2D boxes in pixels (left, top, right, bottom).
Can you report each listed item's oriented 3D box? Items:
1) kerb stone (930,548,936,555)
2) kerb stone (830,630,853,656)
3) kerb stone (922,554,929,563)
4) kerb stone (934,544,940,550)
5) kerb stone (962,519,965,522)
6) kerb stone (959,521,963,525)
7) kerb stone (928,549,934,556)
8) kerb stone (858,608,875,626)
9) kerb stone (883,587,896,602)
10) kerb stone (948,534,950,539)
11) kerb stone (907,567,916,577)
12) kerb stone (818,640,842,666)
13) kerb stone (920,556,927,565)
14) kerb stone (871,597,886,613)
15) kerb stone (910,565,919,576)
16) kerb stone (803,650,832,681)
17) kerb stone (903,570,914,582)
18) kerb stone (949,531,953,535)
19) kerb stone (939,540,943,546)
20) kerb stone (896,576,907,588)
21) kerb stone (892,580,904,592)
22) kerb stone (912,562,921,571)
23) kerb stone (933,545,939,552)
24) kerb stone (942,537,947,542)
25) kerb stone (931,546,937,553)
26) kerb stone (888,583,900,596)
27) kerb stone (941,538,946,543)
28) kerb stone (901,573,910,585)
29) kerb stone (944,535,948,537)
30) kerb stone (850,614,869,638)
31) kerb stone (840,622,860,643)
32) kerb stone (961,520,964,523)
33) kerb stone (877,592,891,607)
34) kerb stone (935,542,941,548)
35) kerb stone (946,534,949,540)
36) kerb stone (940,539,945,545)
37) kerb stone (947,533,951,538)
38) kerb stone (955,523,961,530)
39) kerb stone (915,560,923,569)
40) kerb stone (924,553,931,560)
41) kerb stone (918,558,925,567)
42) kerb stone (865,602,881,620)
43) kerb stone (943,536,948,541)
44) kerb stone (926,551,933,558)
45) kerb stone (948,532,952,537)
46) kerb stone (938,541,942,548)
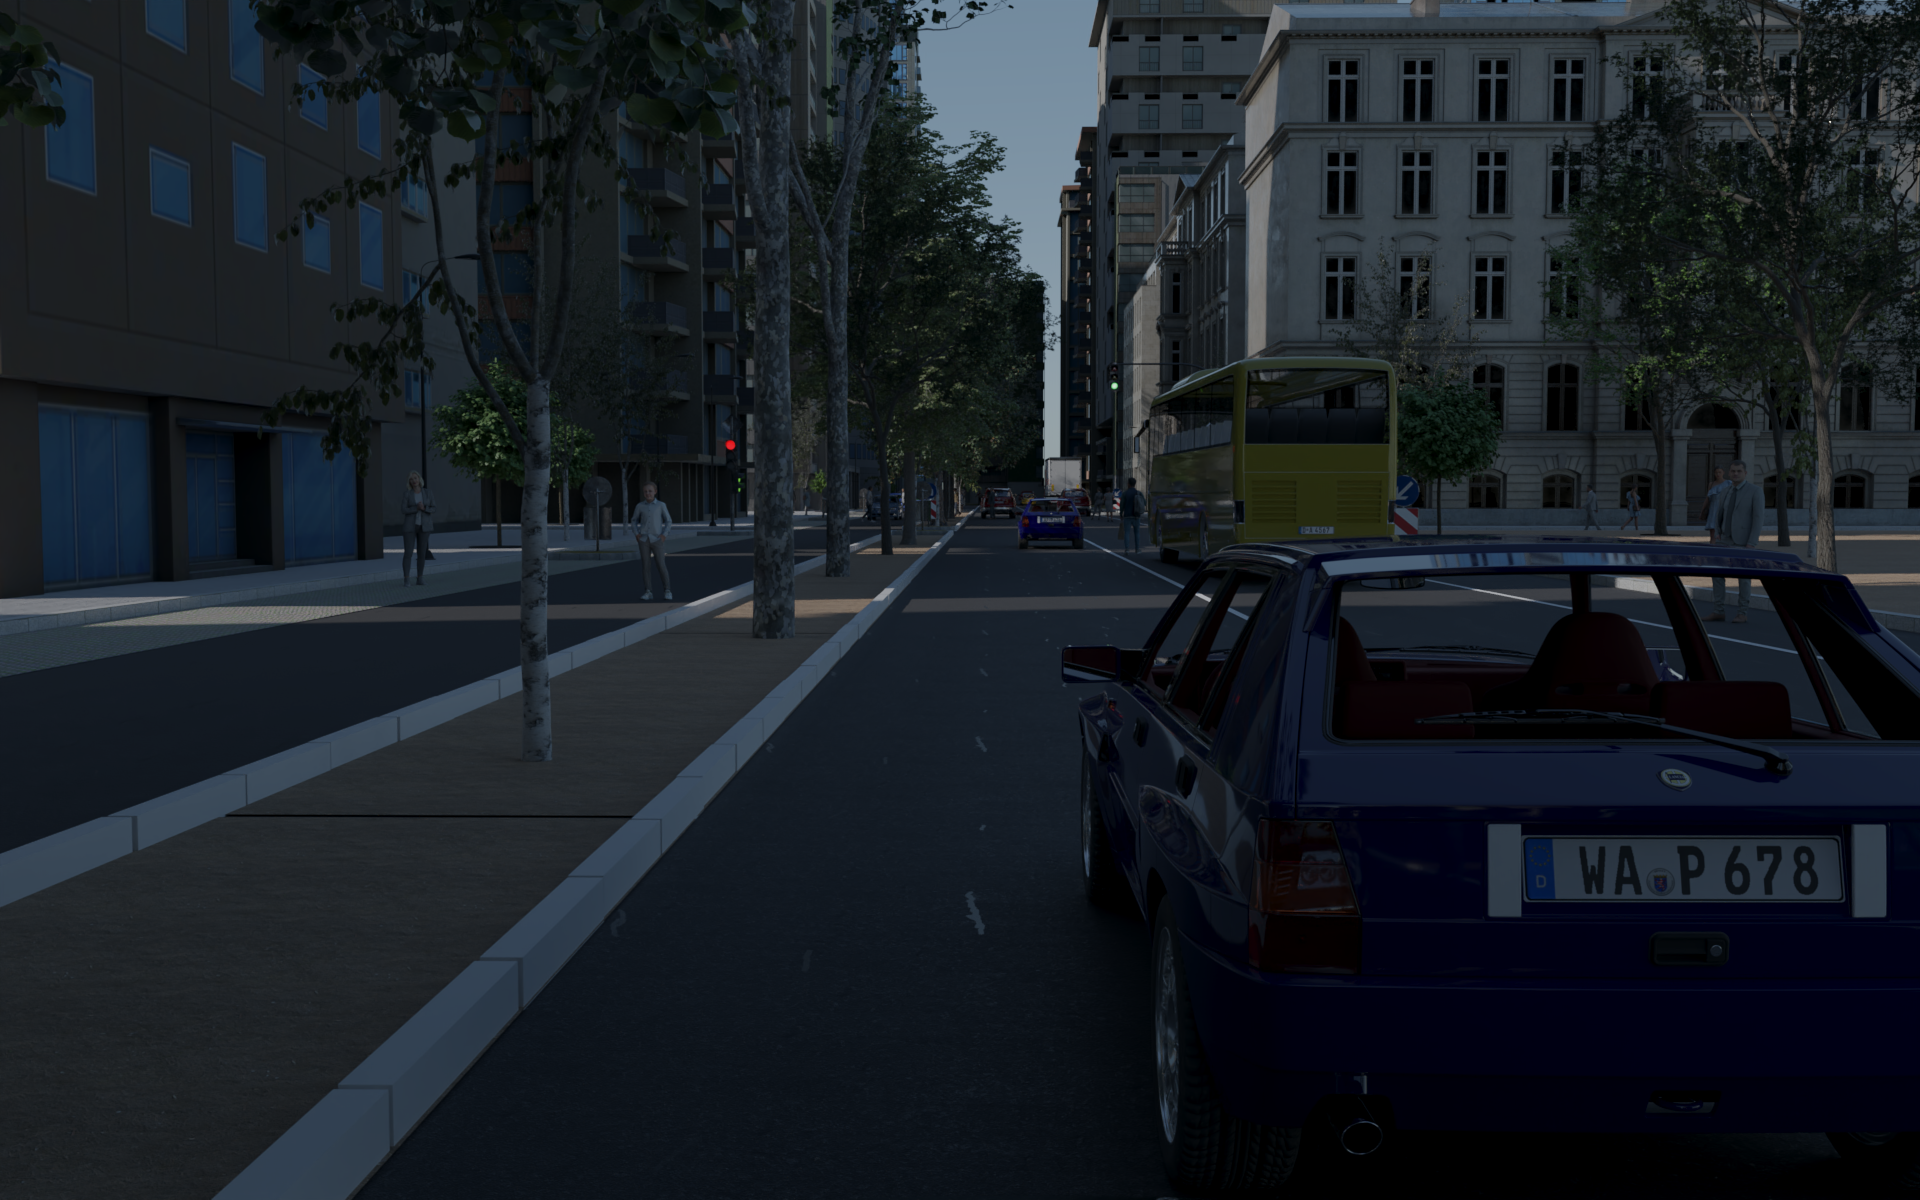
[{"bbox_3d":[-0.683,-1.033,39.092,0.120,0.150,1.000,0,4,1],"label":"kerb stone"},{"bbox_3d":[-1.086,0.407,15.537,0.120,0.150,1.000,0,4,1],"label":"kerb stone"},{"bbox_3d":[-0.749,-0.783,34.999,0.120,0.150,1.000,0,4,1],"label":"kerb stone"},{"bbox_3d":[-0.627,-1.219,42.158,0.120,0.150,1.000,0,4,1],"label":"kerb stone"},{"bbox_3d":[0.025,-3.513,79.628,0.120,0.150,1.000,0,4,1],"label":"kerb stone"},{"bbox_3d":[-0.057,-3.199,74.505,0.120,0.150,1.000,0,4,1],"label":"kerb stone"},{"bbox_3d":[-0.699,-0.968,38.071,0.120,0.150,1.000,0,4,1],"label":"kerb stone"},{"bbox_3d":[-1.036,0.220,18.606,0.120,0.150,1.000,0,4,1],"label":"kerb stone"},{"bbox_3d":[-0.961,-0.031,22.701,0.120,0.150,1.000,0,4,1],"label":"kerb stone"},{"bbox_3d":[-0.450,-1.849,52.422,0.120,0.150,1.000,0,4,1],"label":"kerb stone"},{"bbox_3d":[-0.861,-0.405,28.847,0.120,0.150,1.000,0,4,1],"label":"kerb stone"},{"bbox_3d":[-1.114,0.474,14.516,0.120,0.150,1.000,0,4,1],"label":"kerb stone"},{"bbox_3d":[-0.766,-0.720,33.971,0.120,0.150,1.000,0,4,1],"label":"kerb stone"},{"bbox_3d":[-1.000,0.097,20.651,0.120,0.150,1.000,0,4,1],"label":"kerb stone"},{"bbox_3d":[-0.837,-0.463,29.874,0.120,0.150,1.000,0,4,1],"label":"kerb stone"},{"bbox_3d":[-1.125,0.532,13.492,0.120,0.150,1.000,0,4,1],"label":"kerb stone"},{"bbox_3d":[-0.869,-0.341,27.824,0.120,0.150,1.000,0,4,1],"label":"kerb stone"},{"bbox_3d":[-0.392,-2.036,55.490,0.120,0.150,1.000,0,4,1],"label":"kerb stone"},{"bbox_3d":[-0.571,-1.410,45.242,0.120,0.150,1.000,0,4,1],"label":"kerb stone"},{"bbox_3d":[-0.910,-0.219,25.770,0.120,0.150,1.000,0,4,1],"label":"kerb stone"},{"bbox_3d":[-0.926,-0.156,24.744,0.120,0.150,1.000,0,4,1],"label":"kerb stone"},{"bbox_3d":[-0.816,-0.532,30.900,0.120,0.150,1.000,0,4,1],"label":"kerb stone"},{"bbox_3d":[-0.637,-1.155,41.136,0.120,0.150,1.000,0,4,1],"label":"kerb stone"},{"bbox_3d":[-0.512,-1.598,48.316,0.120,0.150,1.000,0,4,1],"label":"kerb stone"},{"bbox_3d":[-0.659,-1.095,40.114,0.120,0.150,1.000,0,4,1],"label":"kerb stone"},{"bbox_3d":[-0.949,-0.093,23.723,0.120,0.150,1.000,0,4,1],"label":"kerb stone"},{"bbox_3d":[-0.533,-1.535,47.295,0.120,0.150,1.000,0,4,1],"label":"kerb stone"},{"bbox_3d":[-0.889,-0.278,26.802,0.120,0.150,1.000,0,4,1],"label":"kerb stone"},{"bbox_3d":[-0.480,-1.724,50.377,0.120,0.150,1.000,0,4,1],"label":"kerb stone"},{"bbox_3d":[-1.046,0.282,17.584,0.120,0.150,1.000,0,4,1],"label":"kerb stone"},{"bbox_3d":[-1.074,0.345,16.559,0.120,0.150,1.000,0,4,1],"label":"kerb stone"},{"bbox_3d":[-0.009,-3.387,77.573,0.120,0.150,1.000,0,4,1],"label":"kerb stone"},{"bbox_3d":[-0.984,0.034,21.674,0.120,0.150,1.000,0,4,1],"label":"kerb stone"},{"bbox_3d":[-0.607,-1.283,43.179,0.120,0.150,1.000,0,4,1],"label":"kerb stone"},{"bbox_3d":[-0.461,-1.786,51.398,0.120,0.150,1.000,0,4,1],"label":"kerb stone"},{"bbox_3d":[-0.547,-1.471,46.263,0.120,0.150,1.000,0,4,1],"label":"kerb stone"},{"bbox_3d":[-0.425,-1.911,53.444,0.120,0.150,1.000,0,4,1],"label":"kerb stone"},{"bbox_3d":[-0.139,-2.942,70.403,0.120,0.150,1.000,0,4,1],"label":"kerb stone"},{"bbox_3d":[-0.804,-0.595,31.921,0.120,0.150,1.000,0,4,1],"label":"kerb stone"},{"bbox_3d":[-0.733,-0.842,36.022,0.120,0.150,1.000,0,4,1],"label":"kerb stone"},{"bbox_3d":[-0.789,-0.658,32.950,0.120,0.150,1.000,0,4,1],"label":"kerb stone"},{"bbox_3d":[-1.018,0.157,19.628,0.120,0.150,1.000,0,4,1],"label":"kerb stone"},{"bbox_3d":[-0.493,-1.660,49.344,0.120,0.150,1.000,0,4,1],"label":"kerb stone"},{"bbox_3d":[-0.717,-0.908,37.047,0.120,0.150,1.000,0,4,1],"label":"kerb stone"},{"bbox_3d":[-0.405,-1.974,54.465,0.120,0.150,1.000,0,4,1],"label":"kerb stone"},{"bbox_3d":[-0.587,-1.347,44.215,0.120,0.150,1.000,0,4,1],"label":"kerb stone"}]
